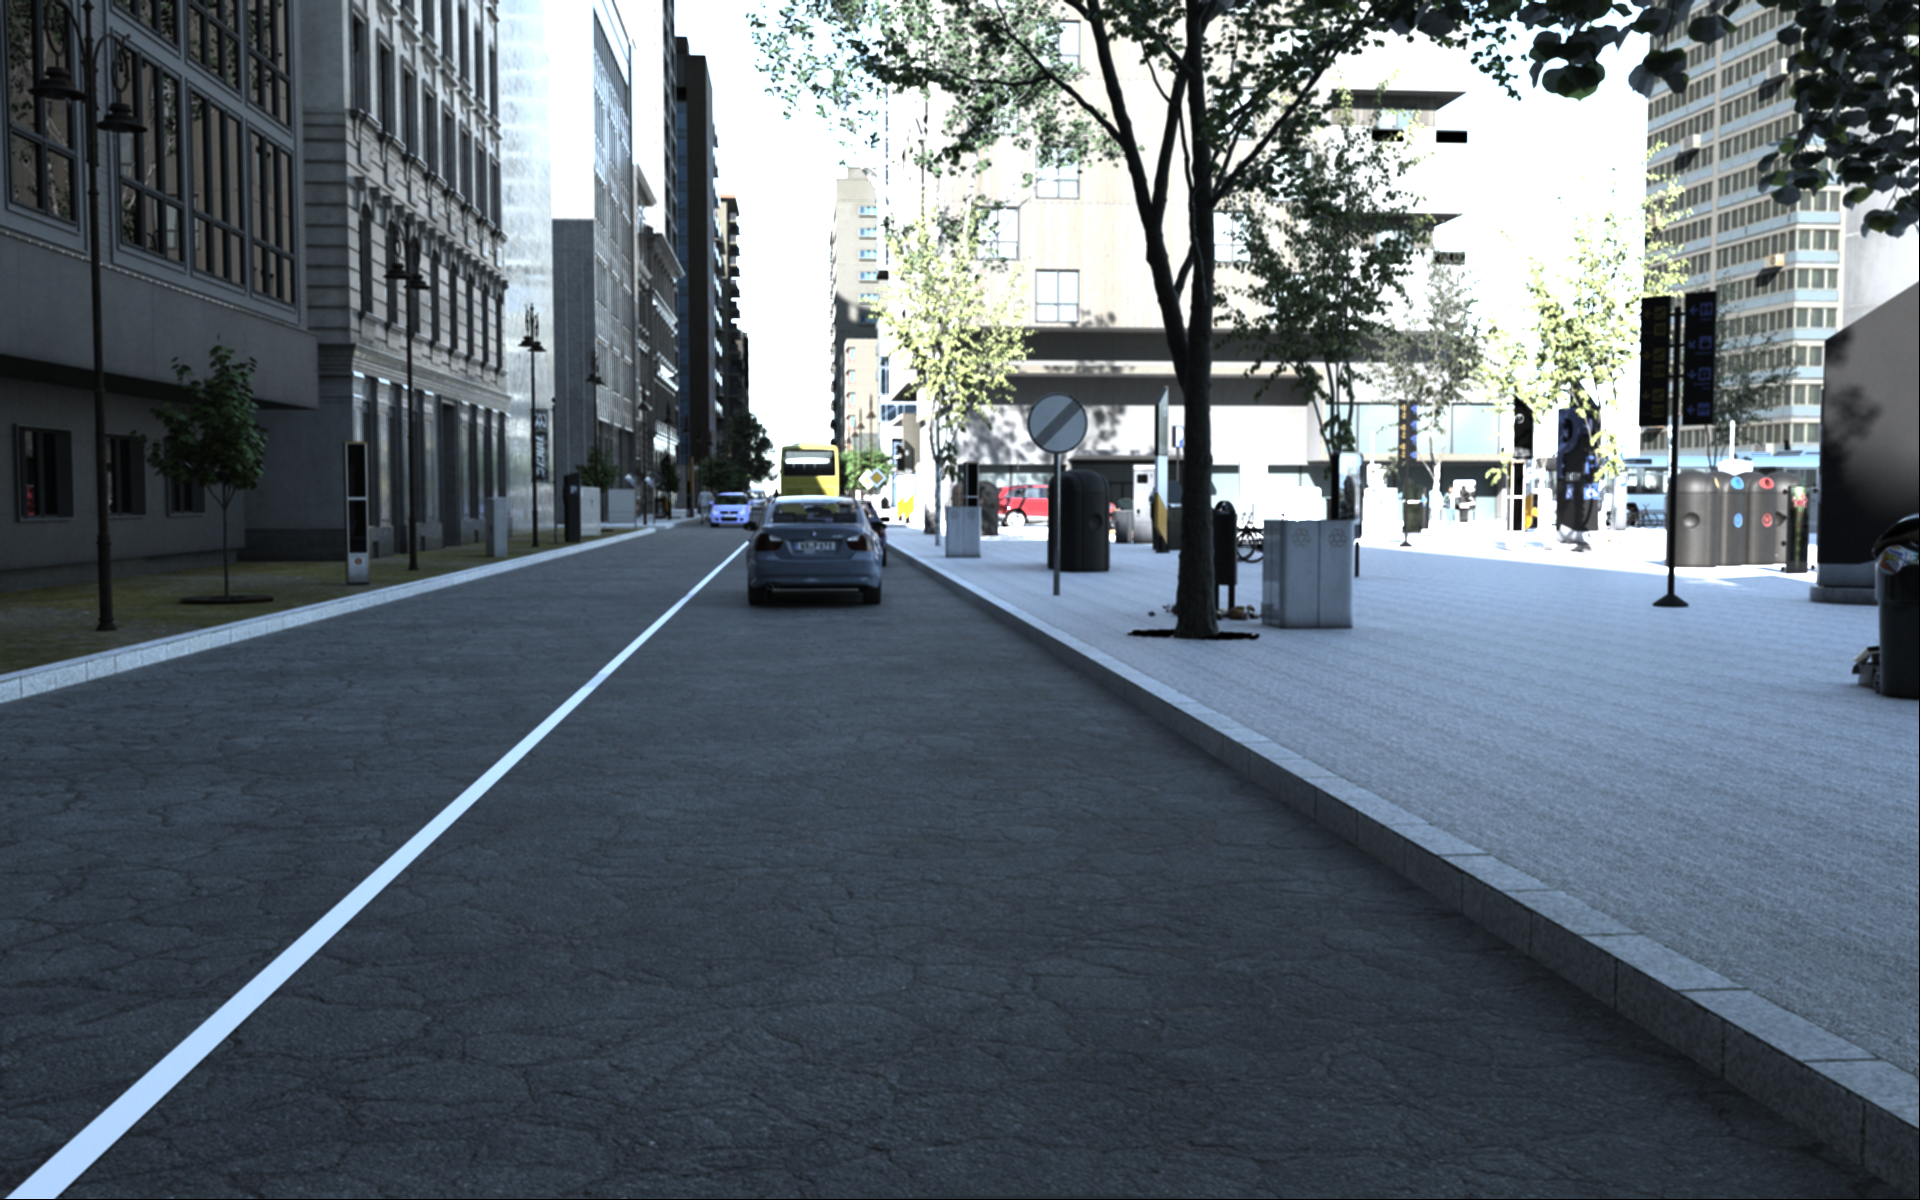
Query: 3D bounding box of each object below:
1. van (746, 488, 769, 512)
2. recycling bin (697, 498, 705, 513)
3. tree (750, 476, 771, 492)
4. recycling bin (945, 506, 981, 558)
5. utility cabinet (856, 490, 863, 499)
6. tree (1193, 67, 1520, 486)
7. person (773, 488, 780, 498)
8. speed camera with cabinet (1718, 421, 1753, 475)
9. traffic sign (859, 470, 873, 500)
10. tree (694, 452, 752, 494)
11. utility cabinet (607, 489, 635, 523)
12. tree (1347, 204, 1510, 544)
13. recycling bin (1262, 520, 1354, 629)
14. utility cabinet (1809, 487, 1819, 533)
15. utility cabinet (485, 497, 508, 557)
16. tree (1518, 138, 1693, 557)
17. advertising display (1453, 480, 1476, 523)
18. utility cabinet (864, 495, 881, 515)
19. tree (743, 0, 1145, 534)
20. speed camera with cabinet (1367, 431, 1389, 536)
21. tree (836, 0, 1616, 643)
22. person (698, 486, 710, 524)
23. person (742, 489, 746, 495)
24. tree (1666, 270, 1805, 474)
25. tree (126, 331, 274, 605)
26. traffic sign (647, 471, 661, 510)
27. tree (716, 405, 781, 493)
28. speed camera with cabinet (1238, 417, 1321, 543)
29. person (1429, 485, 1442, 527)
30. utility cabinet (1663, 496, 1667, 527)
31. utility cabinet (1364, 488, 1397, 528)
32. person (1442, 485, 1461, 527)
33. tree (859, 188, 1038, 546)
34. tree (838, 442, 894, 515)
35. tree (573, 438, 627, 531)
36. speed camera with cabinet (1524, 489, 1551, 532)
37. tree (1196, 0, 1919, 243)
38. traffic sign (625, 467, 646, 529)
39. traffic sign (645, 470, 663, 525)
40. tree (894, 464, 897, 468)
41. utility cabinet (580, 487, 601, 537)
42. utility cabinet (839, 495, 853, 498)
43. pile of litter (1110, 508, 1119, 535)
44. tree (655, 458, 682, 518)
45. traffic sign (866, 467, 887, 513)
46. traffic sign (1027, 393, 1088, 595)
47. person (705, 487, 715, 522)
[{"bbox_3d":[-14.891,-7.298,126.326,2.013,2.044,4.112,0,4,-4],"label":"van"},{"bbox_3d":[-17.345,-6.401,117.211,0.722,1.027,0.722,-2,4,-30],"label":"recycling bin"},{"bbox_3d":[-34.803,-21.709,305.298,4.360,8.622,3.978,0,3,0],"label":"tree"},{"bbox_3d":[0.064,-1.393,35.337,0.722,1.027,0.722,0,4,-1],"label":"recycling bin"},{"bbox_3d":[-6.019,-5.840,104.162,0.318,1.500,1.173,0,4,3],"label":"utility cabinet"},{"bbox_3d":[6.151,-4.820,29.178,4.737,8.622,4.395,0,3,0],"label":"tree"},{"bbox_3d":[-11.843,-6.313,111.720,0.555,1.821,0.388,-2,4,-35],"label":"person"},{"bbox_3d":[21.376,-3.182,46.365,0.660,3.252,2.038,-2,4,-32],"label":"speed camera with cabinet"},{"bbox_3d":[-3.836,-4.218,72.610,0.795,2.450,0.064,0,4,-5],"label":"traffic sign"},{"bbox_3d":[-19.038,-9.196,134.073,4.285,4.588,4.351,0,3,0],"label":"tree"},{"bbox_3d":[-15.014,-4.163,76.743,1.173,1.500,0.318,-1,4,-18],"label":"utility cabinet"},{"bbox_3d":[12.245,-5.772,44.733,4.360,8.622,3.978,0,3,0],"label":"tree"},{"bbox_3d":[3.376,-0.262,16.831,0.722,1.027,0.722,0,4,-5],"label":"recycling bin"},{"bbox_3d":[27.899,-2.944,56.812,1.173,1.500,0.318,2,4,29],"label":"utility cabinet"},{"bbox_3d":[-9.555,-1.498,35.661,0.306,1.237,1.020,-2,4,-24],"label":"utility cabinet"},{"bbox_3d":[12.890,-5.187,35.167,4.737,8.622,4.395,0,3,0],"label":"tree"},{"bbox_3d":[22.301,-4.367,76.615,0.974,1.923,0.123,1,4,12],"label":"advertising display"},{"bbox_3d":[-5.380,-5.816,106.256,1.020,1.237,0.306,-2,4,-26],"label":"utility cabinet"},{"bbox_3d":[0.507,-12.168,54.838,12.611,20.169,13.585,0,3,0],"label":"tree"},{"bbox_3d":[12.960,-3.631,53.696,0.660,3.252,2.038,1,4,13],"label":"speed camera with cabinet"},{"bbox_3d":[1.944,-5.468,15.150,9.928,11.665,9.643,0,3,0],"label":"tree"},{"bbox_3d":[-12.241,-4.576,83.194,0.514,1.842,0.818,-3,5,-43],"label":"person"},{"bbox_3d":[-17.110,-7.891,137.698,0.709,1.800,0.728,1,4,15],"label":"person"},{"bbox_3d":[24.839,-6.495,56.553,4.360,8.622,3.978,0,3,0],"label":"tree"},{"bbox_3d":[-8.712,-1.593,20.651,1.663,3.219,1.824,0,3,0],"label":"tree"},{"bbox_3d":[-13.494,-4.546,76.464,0.606,2.300,0.079,0,4,-3],"label":"traffic sign"},{"bbox_3d":[-27.453,-18.686,222.530,9.611,12.733,9.660,0,3,0],"label":"tree"},{"bbox_3d":[8.261,-3.086,44.786,2.038,3.252,0.660,0,4,2],"label":"speed camera with cabinet"},{"bbox_3d":[18.949,-3.710,69.024,0.748,1.841,0.638,-3,5,-40],"label":"person"},{"bbox_3d":[28.100,-3.464,67.795,1.020,1.237,0.306,1,4,18],"label":"utility cabinet"},{"bbox_3d":[15.967,-3.491,65.749,1.173,1.500,0.318,2,4,35],"label":"utility cabinet"},{"bbox_3d":[19.877,-3.754,70.220,0.623,1.781,0.721,-3,5,-39],"label":"person"},{"bbox_3d":[-0.294,-5.650,42.734,4.737,8.622,4.395,0,3,0],"label":"tree"},{"bbox_3d":[-7.008,-7.943,113.587,4.285,4.588,4.351,0,3,0],"label":"tree"},{"bbox_3d":[-12.636,-3.995,59.923,1.663,3.219,1.824,0,3,0],"label":"tree"},{"bbox_3d":[19.940,-3.922,58.454,2.038,3.252,0.660,0,4,5],"label":"speed camera with cabinet"},{"bbox_3d":[3.559,-5.961,4.126,9.857,13.997,8.962,0,3,0],"label":"tree"},{"bbox_3d":[-11.962,-3.683,63.866,0.795,2.450,0.064,0,4,-5],"label":"traffic sign"},{"bbox_3d":[-12.695,-4.170,71.817,0.795,2.450,0.064,0,4,-5],"label":"traffic sign"},{"bbox_3d":[-7.739,-8.912,129.419,4.285,4.588,4.351,0,3,0],"label":"tree"},{"bbox_3d":[-11.216,-2.653,52.058,0.318,1.500,1.173,1,4,18],"label":"utility cabinet"},{"bbox_3d":[-8.096,-6.823,122.720,1.020,1.237,0.306,1,4,14],"label":"utility cabinet"},{"bbox_3d":[4.988,-2.467,54.296,1.719,0.858,1.176,1,4,22],"label":"pile of litter"},{"bbox_3d":[-15.404,-5.981,92.391,1.663,3.219,1.824,0,3,0],"label":"tree"},{"bbox_3d":[-3.104,-3.732,64.658,0.795,2.450,0.064,0,4,-5],"label":"traffic sign"},{"bbox_3d":[1.227,-1.334,21.912,0.768,2.556,0.104,0,4,-2],"label":"traffic sign"},{"bbox_3d":[-12.986,-4.941,89.508,0.478,1.798,0.641,2,4,32],"label":"person"}]
